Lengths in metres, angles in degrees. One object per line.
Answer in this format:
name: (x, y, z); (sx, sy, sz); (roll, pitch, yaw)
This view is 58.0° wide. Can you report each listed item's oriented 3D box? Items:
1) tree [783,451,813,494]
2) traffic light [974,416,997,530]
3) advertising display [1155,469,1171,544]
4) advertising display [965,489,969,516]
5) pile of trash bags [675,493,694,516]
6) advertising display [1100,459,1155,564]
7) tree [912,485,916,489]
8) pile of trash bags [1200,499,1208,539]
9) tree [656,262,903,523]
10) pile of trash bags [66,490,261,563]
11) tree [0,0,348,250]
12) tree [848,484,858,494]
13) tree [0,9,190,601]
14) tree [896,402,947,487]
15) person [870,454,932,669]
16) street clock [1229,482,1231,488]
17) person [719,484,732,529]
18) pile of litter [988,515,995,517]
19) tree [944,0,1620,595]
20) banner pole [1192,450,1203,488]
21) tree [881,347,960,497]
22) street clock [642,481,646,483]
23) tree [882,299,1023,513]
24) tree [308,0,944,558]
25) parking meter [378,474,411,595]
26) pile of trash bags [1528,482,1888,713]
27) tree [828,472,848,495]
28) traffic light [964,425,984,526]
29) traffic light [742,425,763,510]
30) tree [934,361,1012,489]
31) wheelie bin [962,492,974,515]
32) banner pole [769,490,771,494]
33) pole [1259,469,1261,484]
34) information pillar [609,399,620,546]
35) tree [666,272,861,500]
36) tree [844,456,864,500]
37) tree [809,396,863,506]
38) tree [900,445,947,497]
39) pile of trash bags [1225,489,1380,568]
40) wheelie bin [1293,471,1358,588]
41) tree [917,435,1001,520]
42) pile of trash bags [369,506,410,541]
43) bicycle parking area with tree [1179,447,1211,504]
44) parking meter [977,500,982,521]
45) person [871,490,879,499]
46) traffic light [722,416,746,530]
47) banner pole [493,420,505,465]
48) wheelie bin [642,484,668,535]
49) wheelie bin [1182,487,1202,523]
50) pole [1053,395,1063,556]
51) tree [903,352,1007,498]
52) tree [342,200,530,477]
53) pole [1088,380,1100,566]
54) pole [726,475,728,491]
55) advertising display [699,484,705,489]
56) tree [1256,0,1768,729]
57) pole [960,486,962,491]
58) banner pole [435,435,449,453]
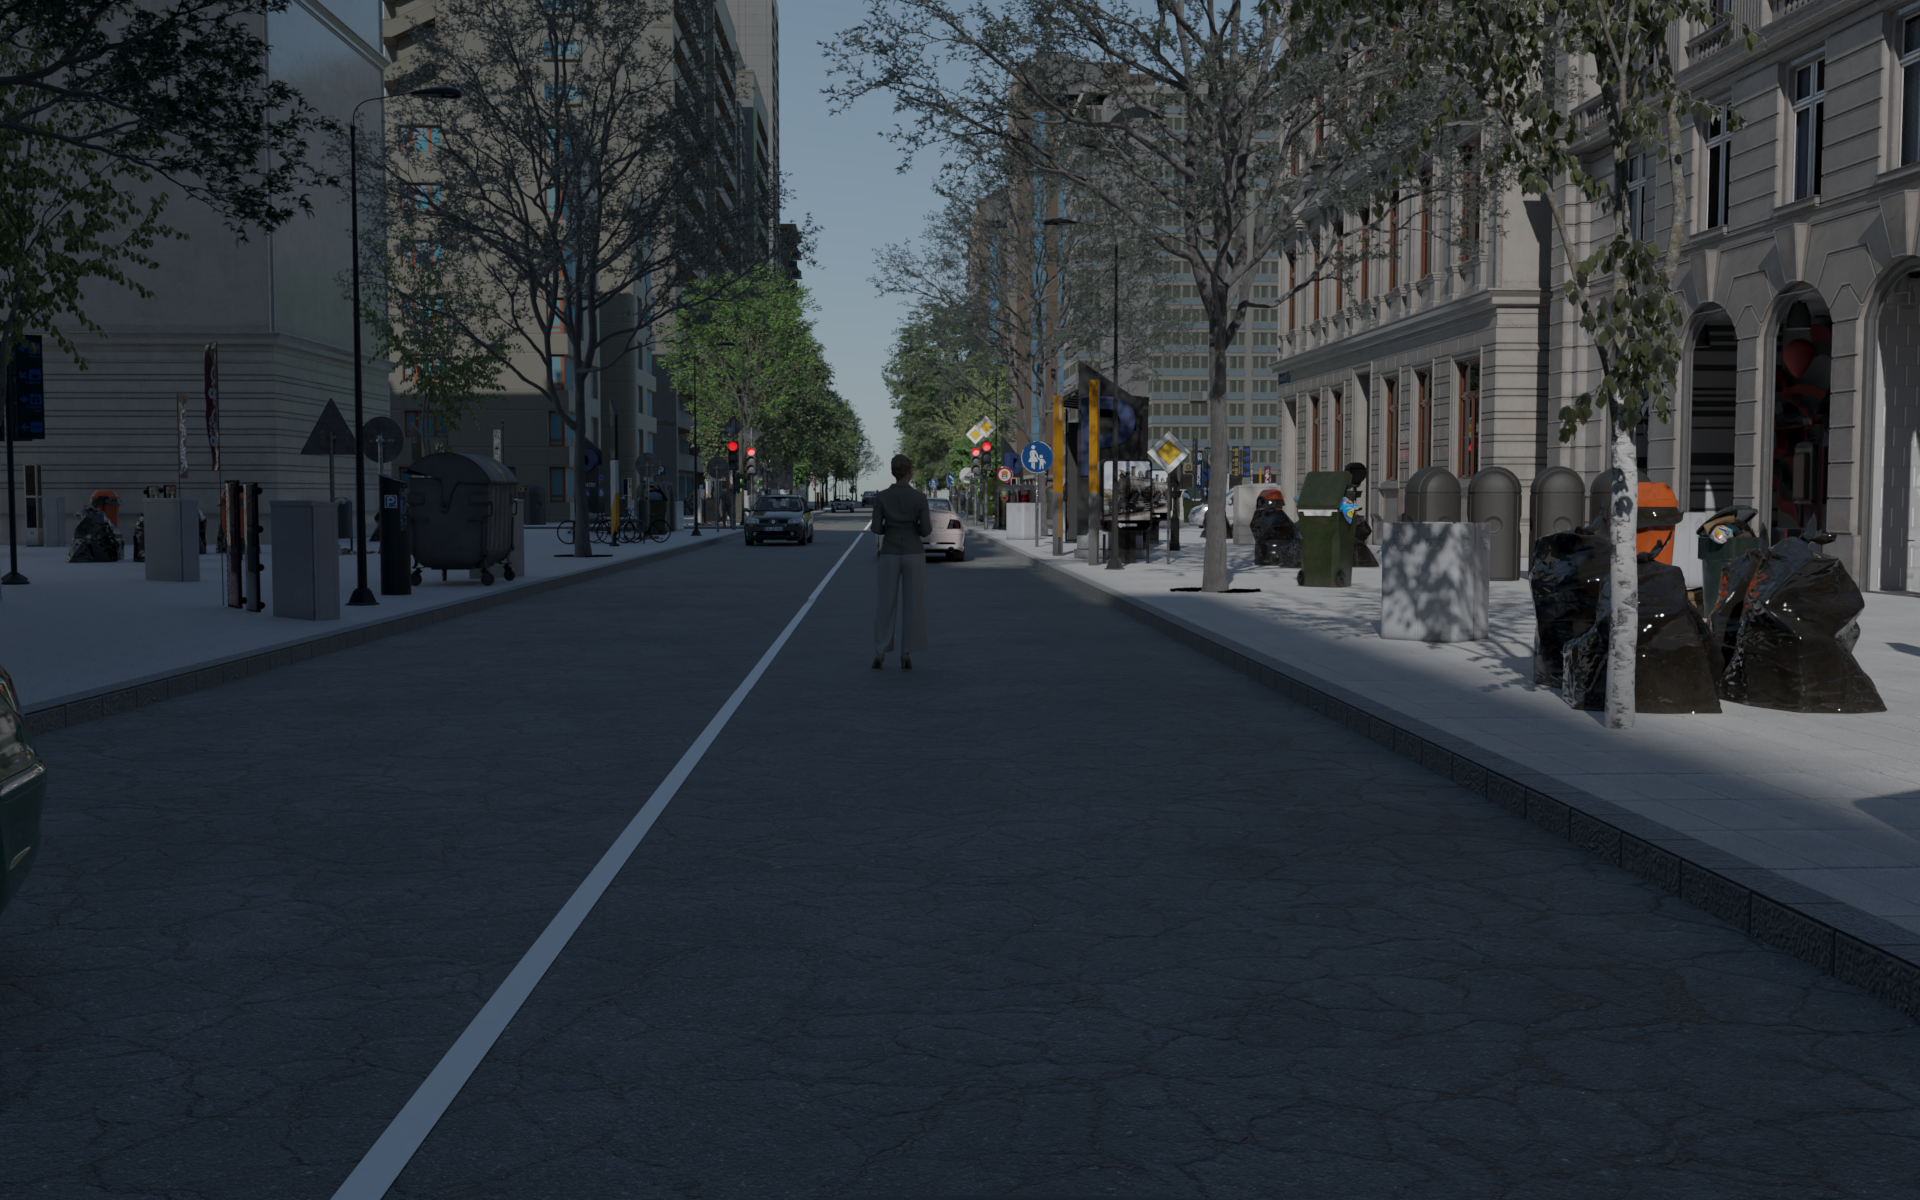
tree: (-14.250, -9.791, 143.788); (4.285, 4.588, 4.351); (0, 3, 0)
traffic light: (0.920, -4.493, 62.376); (0.839, 4.253, 0.868); (0, 4, -2)
advertising display: (4.980, -2.428, 44.905); (0.974, 1.923, 0.123); (0, 4, -1)
advertising display: (0.390, -6.000, 103.306); (0.123, 1.923, 0.974); (0, 4, -7)
pile of trash bags: (-16.659, -5.807, 104.704); (1.912, 1.369, 3.447); (1, 4, 15)
advertising display: (3.058, -1.631, 31.887); (0.974, 1.923, 0.123); (-1, 4, -14)
tree: (-2.521, -12.299, 184.794); (4.285, 4.588, 4.351); (0, 3, 0)
pile of trash bags: (7.918, -2.439, 49.627); (1.912, 1.369, 3.447); (0, 4, 4)
tree: (-9.566, -9.190, 76.015); (9.928, 11.665, 9.643); (0, 3, 0)
pile of trash bags: (-15.294, -1.433, 33.177); (3.447, 1.369, 1.912); (0, 4, -3)
tree: (-7.914, -4.747, 12.023); (7.601, 10.594, 8.767); (0, 4, -3)
tree: (-18.143, -18.280, 293.479); (1.663, 3.219, 1.824); (0, 3, 0)
tree: (-11.636, -4.310, 20.836); (4.737, 8.622, 4.395); (0, 3, 0)
tree: (-2.819, -15.633, 173.725); (7.486, 12.596, 7.792); (0, 3, 0)
person: (-0.473, -0.316, 14.222); (0.519, 1.759, 0.362); (0, 4, 6)
street clock: (14.846, -5.635, 96.694); (0.471, 2.002, 0.358); (-1, 4, -8)
person: (-8.934, -3.522, 66.052); (0.622, 1.834, 0.822); (-1, 4, -17)
pile of litter: (1.813, -5.172, 98.522); (1.176, 0.858, 1.719); (-2, 4, -24)
tree: (3.384, -6.838, 22.166); (12.009, 13.543, 11.850); (0, 3, 0)
banner pole: (11.945, -5.965, 87.548); (0.401, 3.779, 0.863); (-3, 5, -40)
tree: (-2.833, -21.516, 207.672); (12.611, 20.169, 13.585); (0, 3, 0)
street clock: (-16.845, -5.414, 93.091); (0.471, 2.002, 0.358); (2, 4, 32)
tree: (-0.166, -12.515, 111.272); (9.857, 13.997, 8.962); (0, 3, 0)
tree: (-7.820, -7.613, 34.851); (12.009, 13.543, 11.850); (0, 3, 0)
parking meter: (-7.199, -0.835, 22.071); (0.372, 1.533, 0.369); (0, 3, 0)
pile of trash bags: (4.815, -0.116, 11.648); (1.912, 1.369, 3.447); (1, 4, 12)
tree: (-15.050, -16.252, 216.088); (4.737, 8.622, 4.395); (0, 3, 0)
traffic light: (0.607, -4.981, 70.355); (0.839, 4.253, 0.868); (0, 4, -2)
traffic light: (-8.397, -4.958, 69.988); (0.839, 4.253, 0.868); (0, 4, -2)
tree: (0.915, -8.912, 96.076); (4.737, 8.622, 4.395); (0, 3, 0)
wheelie bin: (0.560, -6.061, 107.006); (0.693, 1.594, 0.980); (2, 4, 25)
banner pole: (-11.525, -7.031, 104.967); (0.401, 3.779, 0.863); (0, 4, -7)
pole: (23.982, -8.843, 138.427); (0.158, 3.312, 0.155); (0, 3, 0)
information pillar: (-8.476, -3.126, 42.470); (0.183, 3.616, 0.504); (-2, 4, -25)
tree: (-10.513, -10.550, 89.501); (9.611, 12.733, 9.660); (0, 3, 0)
tree: (-18.001, -20.568, 286.656); (4.360, 8.622, 3.978); (0, 3, 0)
tree: (-14.091, -16.510, 188.062); (7.486, 12.596, 7.792); (0, 3, 0)
tree: (-3.903, -19.170, 230.429); (9.611, 12.733, 9.660); (0, 3, 0)
pile of trash bags: (6.173, -1.332, 31.537); (1.912, 1.369, 3.447); (-1, 4, -13)
wheelie bin: (5.069, -0.984, 23.995); (0.980, 1.594, 0.693); (3, 4, 38)
tree: (0.864, -6.313, 86.938); (4.285, 4.588, 4.351); (0, 3, 0)
pile of trash bags: (-14.345, -2.266, 46.805); (3.447, 1.369, 1.912); (2, 4, 34)
bicycle parking area with tree: (12.578, -7.324, 106.749); (8.231, 4.147, 9.016); (2, 4, 25)
parking meter: (0.889, -4.501, 82.009); (0.372, 1.533, 0.369); (0, 3, 0)
person: (-8.493, -10.373, 177.726); (1.348, 1.869, 0.705); (-3, 4, -36)
traffic light: (-8.084, -4.470, 62.009); (0.839, 4.253, 0.868); (0, 4, -2)
banner pole: (-15.633, -4.212, 58.883); (0.863, 3.779, 0.401); (3, 5, 43)
wheelie bin: (-9.584, -2.843, 54.395); (0.693, 1.594, 0.980); (-2, 4, -34)
wheelie bin: (10.377, -4.276, 77.828); (0.980, 1.594, 0.693); (-3, 4, -36)
pole: (2.031, -2.571, 35.874); (0.158, 3.312, 0.155); (0, 3, 0)
tree: (-0.158, -12.173, 124.782); (9.928, 11.665, 9.643); (0, 3, 0)
tree: (-12.843, -5.646, 42.667); (4.737, 8.622, 4.395); (0, 3, 0)
pole: (2.402, -2.273, 31.013); (0.158, 3.312, 0.155); (0, 3, 0)
pole: (-19.358, -9.188, 144.066); (0.158, 3.312, 0.155); (0, 3, 0)
advertising display: (-17.010, -6.667, 114.226); (0.123, 1.923, 0.974); (-1, 4, -23)
tree: (3.386, -3.602, 9.249); (4.360, 8.622, 3.978); (0, 3, 0)
pole: (0.073, -8.379, 130.842); (0.158, 3.312, 0.155); (0, 3, 0)
banner pole: (-21.713, -5.065, 72.834); (0.401, 3.779, 0.863); (3, 4, 37)
